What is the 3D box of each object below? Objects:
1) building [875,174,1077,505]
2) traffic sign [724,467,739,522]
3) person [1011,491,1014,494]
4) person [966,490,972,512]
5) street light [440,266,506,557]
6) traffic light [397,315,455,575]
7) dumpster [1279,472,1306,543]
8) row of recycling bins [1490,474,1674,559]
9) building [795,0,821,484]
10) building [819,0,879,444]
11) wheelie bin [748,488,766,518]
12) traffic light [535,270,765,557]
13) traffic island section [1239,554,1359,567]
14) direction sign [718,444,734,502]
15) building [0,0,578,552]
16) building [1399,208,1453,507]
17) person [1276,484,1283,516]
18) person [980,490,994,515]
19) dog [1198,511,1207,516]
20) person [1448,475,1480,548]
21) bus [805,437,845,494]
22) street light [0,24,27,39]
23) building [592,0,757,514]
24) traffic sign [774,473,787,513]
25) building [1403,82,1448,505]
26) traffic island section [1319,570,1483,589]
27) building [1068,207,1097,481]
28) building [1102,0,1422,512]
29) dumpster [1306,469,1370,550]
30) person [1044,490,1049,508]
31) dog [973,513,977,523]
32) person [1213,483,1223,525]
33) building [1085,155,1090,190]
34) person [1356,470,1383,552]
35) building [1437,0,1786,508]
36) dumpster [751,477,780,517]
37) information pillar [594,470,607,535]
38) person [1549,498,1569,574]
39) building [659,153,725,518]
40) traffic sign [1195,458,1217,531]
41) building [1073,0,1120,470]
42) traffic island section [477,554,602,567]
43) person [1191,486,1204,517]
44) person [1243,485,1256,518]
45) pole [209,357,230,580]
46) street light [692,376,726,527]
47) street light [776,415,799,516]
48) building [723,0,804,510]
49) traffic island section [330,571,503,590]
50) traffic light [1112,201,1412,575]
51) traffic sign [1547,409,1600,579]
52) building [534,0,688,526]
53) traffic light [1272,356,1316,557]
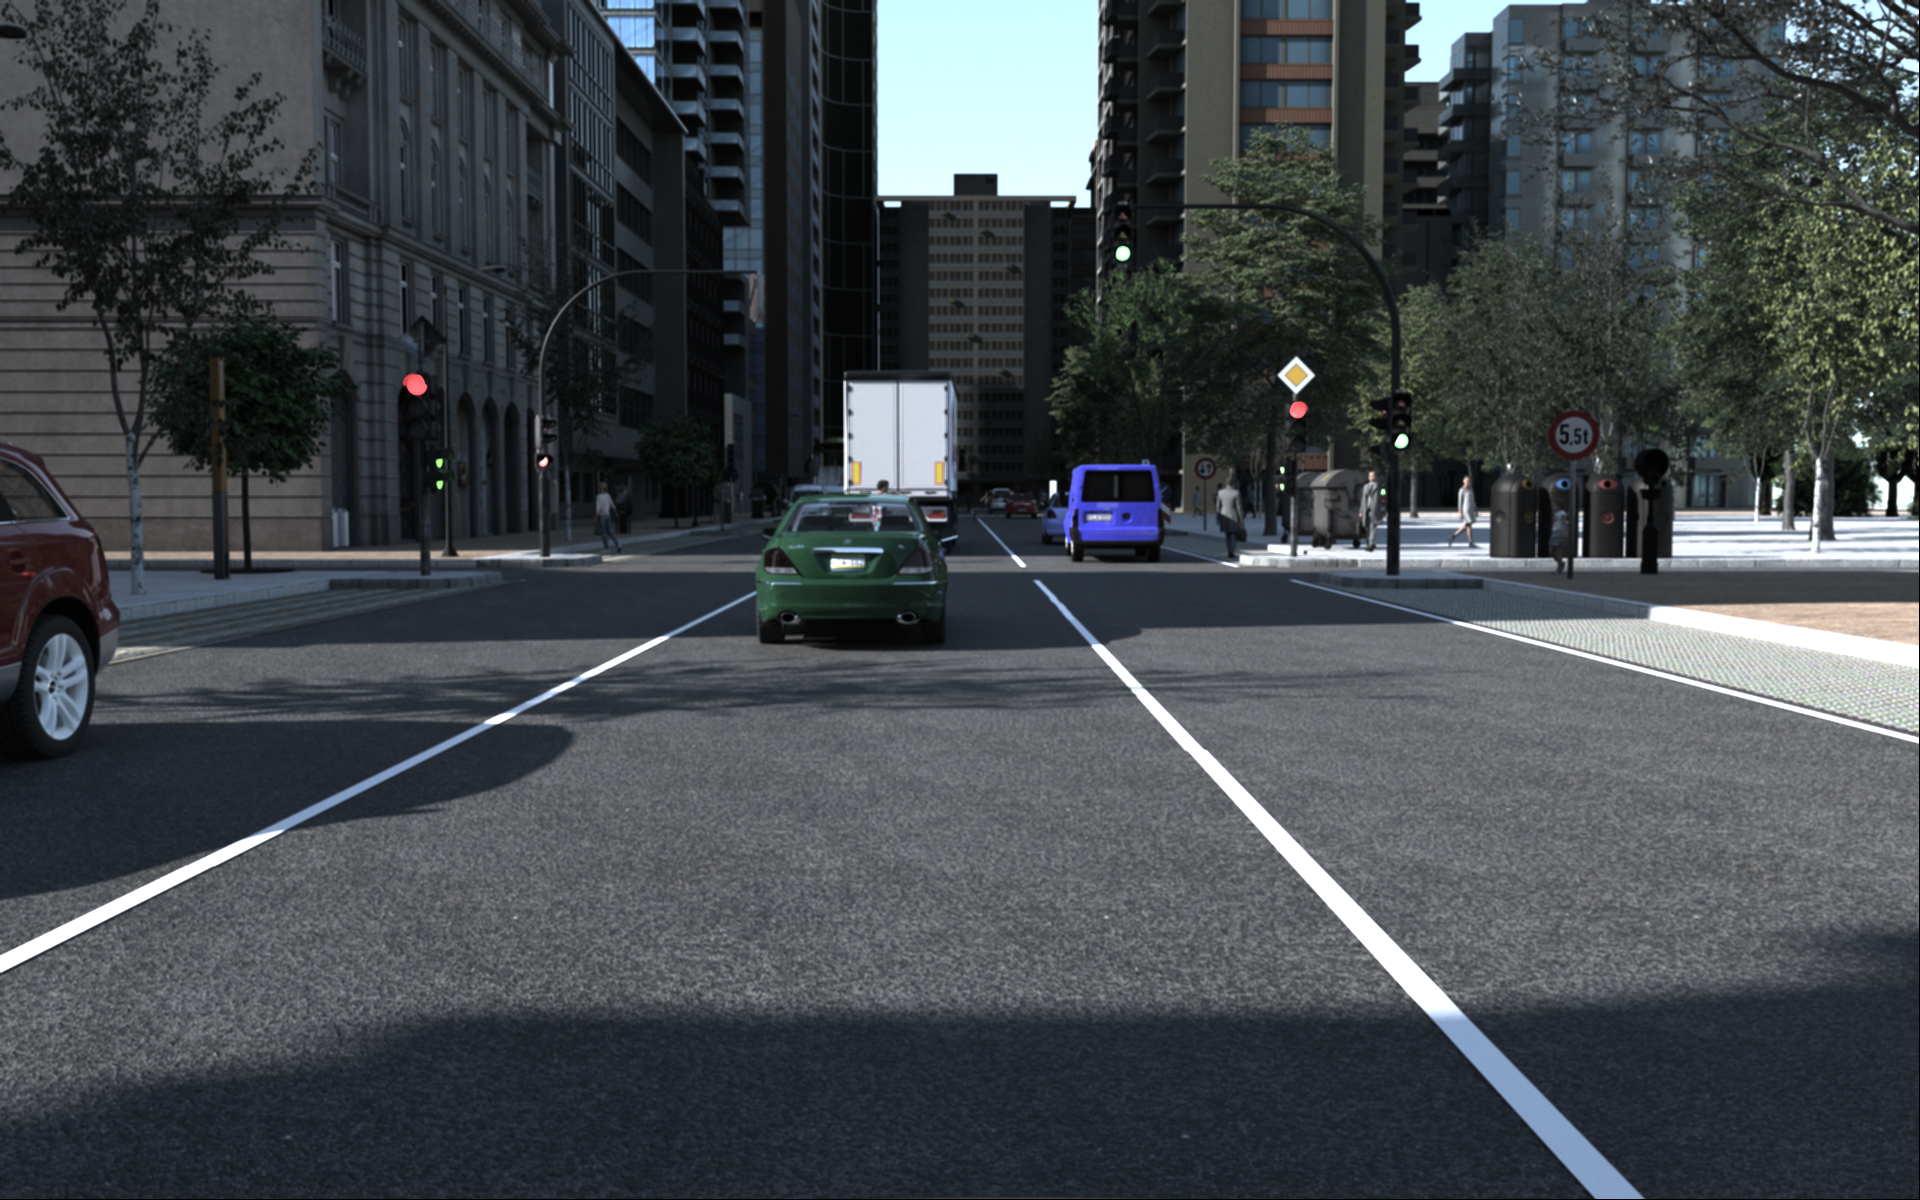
[{"bbox_3d":[1.853,-31.854,212.697,23.993,40.220,32.217,0,4,0],"label":"building"},{"bbox_3d":[-10.530,-4.858,79.535,0.768,2.556,0.104,1,4,10],"label":"traffic sign"},{"bbox_3d":[5.075,-9.665,167.192,0.621,1.740,0.551,0,4,2],"label":"person"},{"bbox_3d":[0.684,-7.689,135.130,0.541,1.710,0.530,-2,4,-30],"label":"person"},{"bbox_3d":[-9.947,-3.846,35.417,1.470,5.913,1.316,0,4,0],"label":"street light"},{"bbox_3d":[-8.433,-2.345,27.269,0.839,4.253,0.868,0,4,0],"label":"traffic light"},{"bbox_3d":[8.959,-2.361,44.364,1.264,1.857,1.865,0,3,0],"label":"dumpster"},{"bbox_3d":[12.470,-1.696,34.836,3.534,1.692,1.069,0,4,2],"label":"row of recycling bins"},{"bbox_3d":[-28.268,-38.518,171.762,28.212,58.520,21.231,0,4,0],"label":"building"},{"bbox_3d":[-20.433,-46.968,206.178,20.611,71.187,20.563,0,4,0],"label":"building"},{"bbox_3d":[-10.695,-5.106,91.398,0.980,1.594,0.693,0,4,-1],"label":"wheelie bin"},{"bbox_3d":[-6.364,-3.708,35.295,4.771,5.953,1.251,0,4,0],"label":"traffic light"},{"bbox_3d":[6.846,-0.804,35.426,2.009,0.180,2.903,0,4,0],"label":"traffic island section"},{"bbox_3d":[-10.590,-5.292,78.514,0.876,3.537,0.379,2,4,31],"label":"direction sign"},{"bbox_3d":[-20.071,-12.697,49.402,13.314,21.916,24.055,0,4,0],"label":"building"},{"bbox_3d":[41.270,-24.791,177.028,14.107,30.474,14.160,0,4,0],"label":"building"},{"bbox_3d":[12.925,-3.810,68.548,1.509,1.804,0.699,3,4,37],"label":"person"},{"bbox_3d":[1.849,-6.592,117.002,1.217,1.735,0.721,-3,5,-42],"label":"person"},{"bbox_3d":[14.346,-5.173,102.319,0.748,0.427,0.550,-1,4,-8],"label":"dog"},{"bbox_3d":[12.014,-2.107,41.239,0.760,1.731,0.466,1,4,21],"label":"person"},{"bbox_3d":[-4.917,-5.279,77.854,2.896,3.916,12.252,0,4,1],"label":"bus"},{"bbox_3d":[-9.933,-2.737,17.292,1.470,5.913,1.316,0,4,0],"label":"street light"},{"bbox_3d":[-25.767,-49.624,124.023,22.319,86.520,31.000,0,4,0],"label":"building"},{"bbox_3d":[-10.922,-6.432,105.272,0.768,2.556,0.104,0,4,7],"label":"traffic sign"},{"bbox_3d":[53.531,-35.706,207.495,21.600,48.544,21.300,0,4,0],"label":"building"},{"bbox_3d":[6.868,-0.316,27.441,2.009,0.180,2.903,0,4,0],"label":"traffic island section"},{"bbox_3d":[17.919,-24.759,176.507,14.160,30.474,14.107,0,4,0],"label":"building"},{"bbox_3d":[22.512,-29.319,133.995,22.147,44.769,28.867,0,4,0],"label":"building"},{"bbox_3d":[9.003,-2.134,40.653,1.264,1.857,1.865,0,4,0],"label":"dumpster"},{"bbox_3d":[6.263,-7.229,127.488,0.721,1.735,1.217,0,4,7],"label":"person"},{"bbox_3d":[0.745,-4.082,86.030,0.406,0.507,0.540,-3,4,-37],"label":"dog"},{"bbox_3d":[10.569,-3.898,70.612,0.563,1.720,0.643,2,4,34],"label":"person"},{"bbox_3d":[28.298,-33.811,207.431,28.867,44.769,22.147,0,4,0],"label":"building"},{"bbox_3d":[9.197,-1.996,38.785,0.767,1.812,0.694,-3,5,-45],"label":"person"},{"bbox_3d":[63.566,-33.732,171.129,30.456,49.044,23.786,0,4,0],"label":"building"},{"bbox_3d":[-10.762,-5.692,95.555,1.502,2.255,1.985,0,3,0],"label":"dumpster"},{"bbox_3d":[-11.194,-3.025,53.955,0.304,2.012,0.304,-3,4,-38],"label":"information pillar"},{"bbox_3d":[9.633,-1.016,27.673,0.382,1.210,0.505,0,4,-5],"label":"person"},{"bbox_3d":[-20.778,-16.499,99.439,12.332,23.373,15.834,0,4,0],"label":"building"},{"bbox_3d":[8.570,-3.694,60.497,0.768,2.556,0.104,0,4,3],"label":"traffic sign"},{"bbox_3d":[21.349,-44.014,157.879,20.563,71.187,20.611,0,4,0],"label":"building"},{"bbox_3d":[-8.495,-0.802,35.388,2.009,0.180,2.903,0,4,0],"label":"traffic island section"},{"bbox_3d":[13.190,-5.456,95.991,0.760,1.731,0.466,1,4,22],"label":"person"},{"bbox_3d":[15.373,-5.253,92.321,0.834,1.777,0.661,1,4,21],"label":"person"},{"bbox_3d":[-11.109,-1.965,25.977,0.158,3.312,0.155,0,3,0],"label":"pole"},{"bbox_3d":[-9.931,-5.862,68.388,1.470,5.913,1.316,0,4,0],"label":"street light"},{"bbox_3d":[-10.067,-7.868,101.185,1.470,5.913,1.316,0,4,0],"label":"street light"},{"bbox_3d":[-21.007,-30.459,148.110,14.600,45.320,14.200,0,4,0],"label":"building"},{"bbox_3d":[-8.473,-0.313,27.403,2.009,0.180,2.903,0,4,0],"label":"traffic island section"},{"bbox_3d":[4.737,-3.212,27.180,4.771,5.953,1.251,0,4,0],"label":"traffic light"},{"bbox_3d":[9.244,-1.594,26.161,0.768,2.556,0.104,0,4,7],"label":"traffic sign"},{"bbox_3d":[-21.288,-15.745,76.495,14.314,24.678,30.058,0,4,0],"label":"building"},{"bbox_3d":[6.806,-2.837,35.312,0.839,4.253,0.868,0,4,0],"label":"traffic light"}]
